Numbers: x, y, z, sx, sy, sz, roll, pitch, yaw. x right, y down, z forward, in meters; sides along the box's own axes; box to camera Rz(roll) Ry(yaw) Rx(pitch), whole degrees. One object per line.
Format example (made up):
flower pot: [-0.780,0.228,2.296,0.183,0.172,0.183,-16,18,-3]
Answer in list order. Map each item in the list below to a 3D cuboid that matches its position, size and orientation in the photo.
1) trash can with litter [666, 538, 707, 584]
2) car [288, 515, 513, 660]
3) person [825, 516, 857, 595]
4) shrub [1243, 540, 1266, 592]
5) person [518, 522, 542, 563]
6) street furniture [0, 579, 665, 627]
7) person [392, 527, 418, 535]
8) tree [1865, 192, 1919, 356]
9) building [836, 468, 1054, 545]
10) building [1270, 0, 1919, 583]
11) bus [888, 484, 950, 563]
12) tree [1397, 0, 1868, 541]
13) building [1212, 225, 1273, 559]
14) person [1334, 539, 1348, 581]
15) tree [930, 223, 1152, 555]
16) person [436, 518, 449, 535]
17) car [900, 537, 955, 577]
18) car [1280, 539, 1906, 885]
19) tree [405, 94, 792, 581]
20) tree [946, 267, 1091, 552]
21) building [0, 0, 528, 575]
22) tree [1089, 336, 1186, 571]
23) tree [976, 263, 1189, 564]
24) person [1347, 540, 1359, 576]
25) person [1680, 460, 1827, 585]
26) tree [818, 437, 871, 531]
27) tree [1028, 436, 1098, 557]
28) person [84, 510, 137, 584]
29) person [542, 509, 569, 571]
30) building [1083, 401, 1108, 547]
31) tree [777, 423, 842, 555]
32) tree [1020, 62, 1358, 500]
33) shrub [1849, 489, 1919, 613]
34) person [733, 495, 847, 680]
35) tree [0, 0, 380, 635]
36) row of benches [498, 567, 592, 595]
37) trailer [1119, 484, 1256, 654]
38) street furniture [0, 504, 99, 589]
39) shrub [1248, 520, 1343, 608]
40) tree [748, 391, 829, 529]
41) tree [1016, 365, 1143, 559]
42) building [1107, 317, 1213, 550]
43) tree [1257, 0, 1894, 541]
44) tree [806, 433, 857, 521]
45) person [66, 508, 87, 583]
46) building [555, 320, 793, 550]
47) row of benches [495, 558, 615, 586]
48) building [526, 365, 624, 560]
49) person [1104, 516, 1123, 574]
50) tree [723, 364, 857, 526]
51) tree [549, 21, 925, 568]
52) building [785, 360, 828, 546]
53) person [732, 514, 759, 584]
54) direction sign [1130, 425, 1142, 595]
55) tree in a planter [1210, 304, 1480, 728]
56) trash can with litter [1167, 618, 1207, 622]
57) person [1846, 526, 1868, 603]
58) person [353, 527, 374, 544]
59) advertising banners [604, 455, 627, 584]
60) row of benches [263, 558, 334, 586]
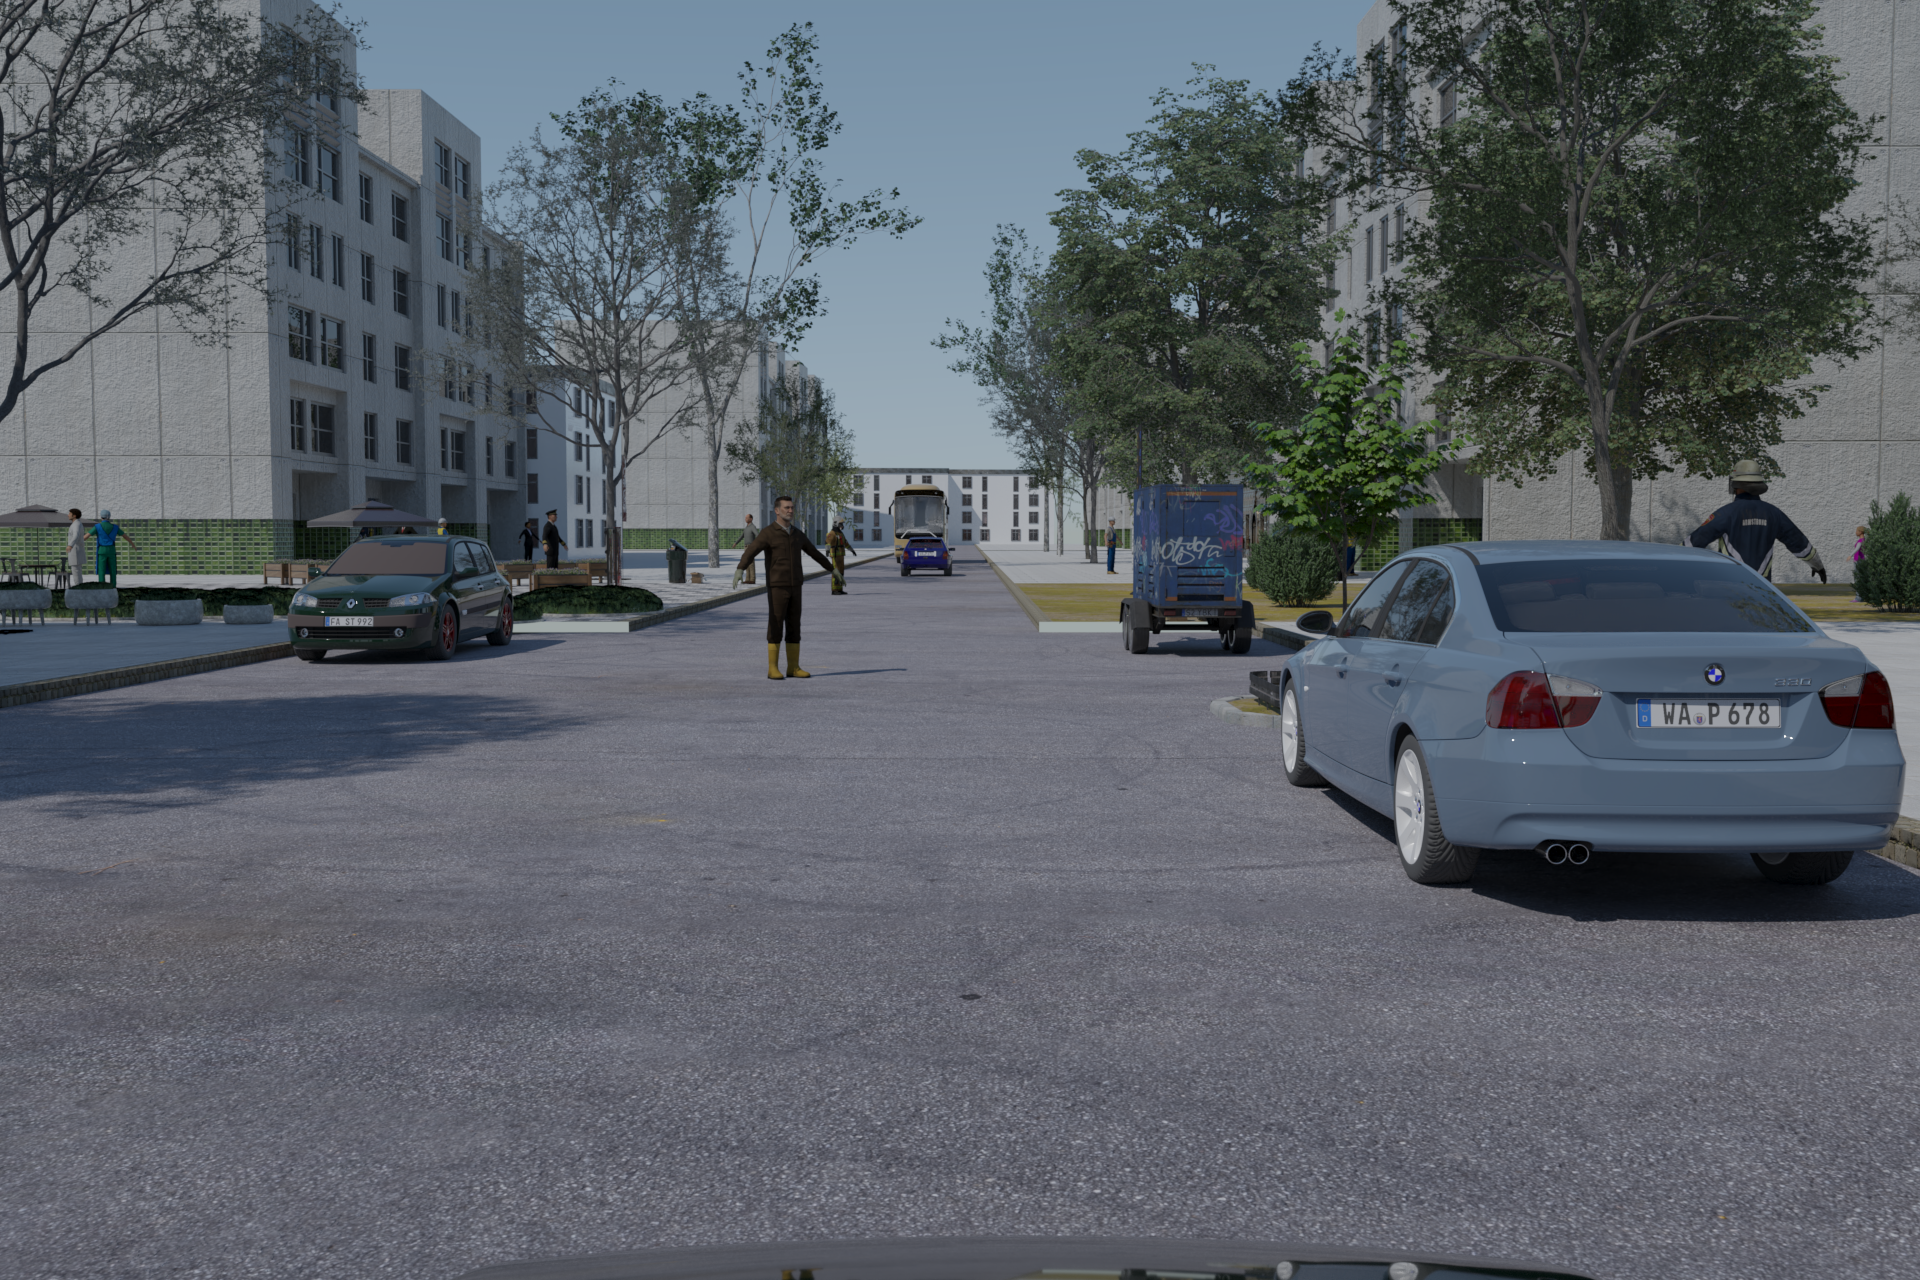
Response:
trash can with litter: [-7.114,-2.061,45.081,1.055,1.170,0.624,0,4,1]
car: [-6.659,-0.680,20.901,2.009,1.686,4.222,0,3,0]
person: [-2.847,-1.987,40.706,0.705,1.858,1.354,2,4,26]
shrub: [6.781,-1.679,38.560,1.383,1.207,1.383,0,3,0]
person: [-15.877,-3.501,63.955,0.721,1.740,1.216,2,4,29]
street furniture: [-9.699,-0.673,26.623,10.072,0.657,5.734,0,4,-6]
person: [-15.828,-2.639,49.340,1.347,1.806,0.705,1,4,17]
tree: [25.409,-7.817,38.171,12.009,13.543,11.850,0,3,0]
building: [-1.859,-16.891,220.775,28.070,9.664,9.099,0,4,-5]
building: [22.136,-11.877,60.644,16.747,18.905,31.486,0,3,0]
bus: [-1.929,-5.909,88.163,2.896,3.916,12.252,0,4,0]
tree: [13.900,-7.912,36.009,9.857,13.997,8.962,0,3,0]
building: [24.404,-16.101,94.178,19.493,23.208,18.063,0,3,0]
person: [10.269,-2.503,47.055,0.705,1.813,1.348,3,4,38]
tree: [4.990,-15.329,106.519,12.611,20.169,13.585,0,3,0]
person: [-15.849,-2.872,53.415,0.721,1.772,1.216,-3,5,-43]
car: [-1.137,-2.890,59.826,1.945,1.354,3.894,0,4,0]
car: [2.723,0.222,8.377,2.014,1.417,4.499,0,4,1]
tree: [-9.709,-8.426,48.128,12.009,13.543,11.850,0,3,0]
tree: [4.790,-16.450,124.850,12.611,20.169,13.585,0,3,0]
building: [-29.740,-12.404,69.269,16.747,18.905,31.486,0,4,0]
tree: [6.361,-6.755,60.803,4.737,8.622,4.395,0,3,0]
tree: [5.765,-10.071,75.036,12.009,13.543,11.850,0,3,0]
person: [12.004,-2.881,53.072,0.705,1.833,1.349,3,5,42]
person: [6.013,-0.455,13.311,1.351,1.845,0.704,0,4,1]
tree: [-9.030,-10.938,129.190,4.737,8.622,4.395,0,3,0]
tree: [5.599,-9.033,98.049,4.360,8.622,3.978,0,3,0]
person: [-18.637,-1.936,37.786,1.347,1.817,0.704,-3,5,-45]
person: [-9.060,-1.997,38.589,0.705,1.837,1.347,0,4,7]
building: [22.490,-19.349,182.821,16.747,18.905,31.486,0,4,0]
tree: [-9.557,-9.390,103.892,4.360,8.622,3.978,0,3,0]
tree: [6.478,-8.697,48.844,9.857,13.997,8.962,0,3,0]
shrub: [15.437,-1.463,28.341,1.690,2.028,1.600,0,3,0]
person: [-1.721,-0.524,17.161,1.346,1.812,0.704,-3,5,-41]
tree: [-12.560,-6.831,22.055,12.009,13.543,11.850,0,3,0]
row of benches: [-8.628,-0.979,31.474,4.104,0.672,1.422,-1,4,-21]
trailer: [2.732,-0.898,21.732,1.471,1.999,3.904,0,4,-1]
street furniture: [-33.639,-1.835,35.035,27.439,1.986,14.083,0,4,0]
shrub: [5.916,-1.586,30.352,1.690,2.028,1.600,0,3,0]
tree: [-9.241,-8.509,89.477,4.360,8.622,3.978,0,3,0]
tree: [6.198,-9.390,87.939,7.601,10.594,8.767,1,4,12]
building: [22.458,-17.306,149.411,16.747,18.905,31.486,0,3,0]
tree: [8.394,-5.389,22.526,8.767,10.594,7.601,-1,4,-22]
tree: [-8.969,-10.495,121.952,4.737,8.622,4.395,0,3,0]
person: [-18.106,-1.788,35.421,0.705,1.806,1.347,-2,4,-24]
building: [-25.159,-17.895,159.036,16.747,18.905,31.486,0,4,0]
row of benches: [-10.200,-1.735,43.829,1.422,0.672,4.104,2,4,33]
building: [-23.964,-9.662,100.128,9.099,9.664,28.070,0,4,0]
person: [4.865,-3.024,55.304,0.705,1.847,1.347,2,4,28]
tree: [-9.430,-9.880,95.947,8.767,10.594,7.601,1,4,12]
tree: [-8.183,-12.729,64.001,12.611,20.169,13.585,0,3,0]
building: [-24.474,-19.928,192.282,16.747,18.905,31.486,0,4,1]
person: [-5.412,-2.330,44.361,0.705,1.796,1.348,-3,4,-36]
direction sign: [3.779,-2.723,36.525,0.379,3.537,0.876,0,4,1]
tree in a planter: [3.012,-0.996,13.512,1.991,3.239,1.994,0,4,0]
trash can with litter: [3.490,-0.859,25.435,1.055,1.170,0.624,0,4,-1]
person: [16.822,-1.422,32.514,0.599,1.433,0.991,3,5,41]
person: [-20.070,-3.217,58.381,0.705,1.856,1.354,0,4,5]
advertising banners: [-7.454,-2.537,37.664,0.090,3.025,2.074,0,4,2]
row of benches: [-16.069,-1.681,42.951,4.104,0.672,1.422,3,5,44]
